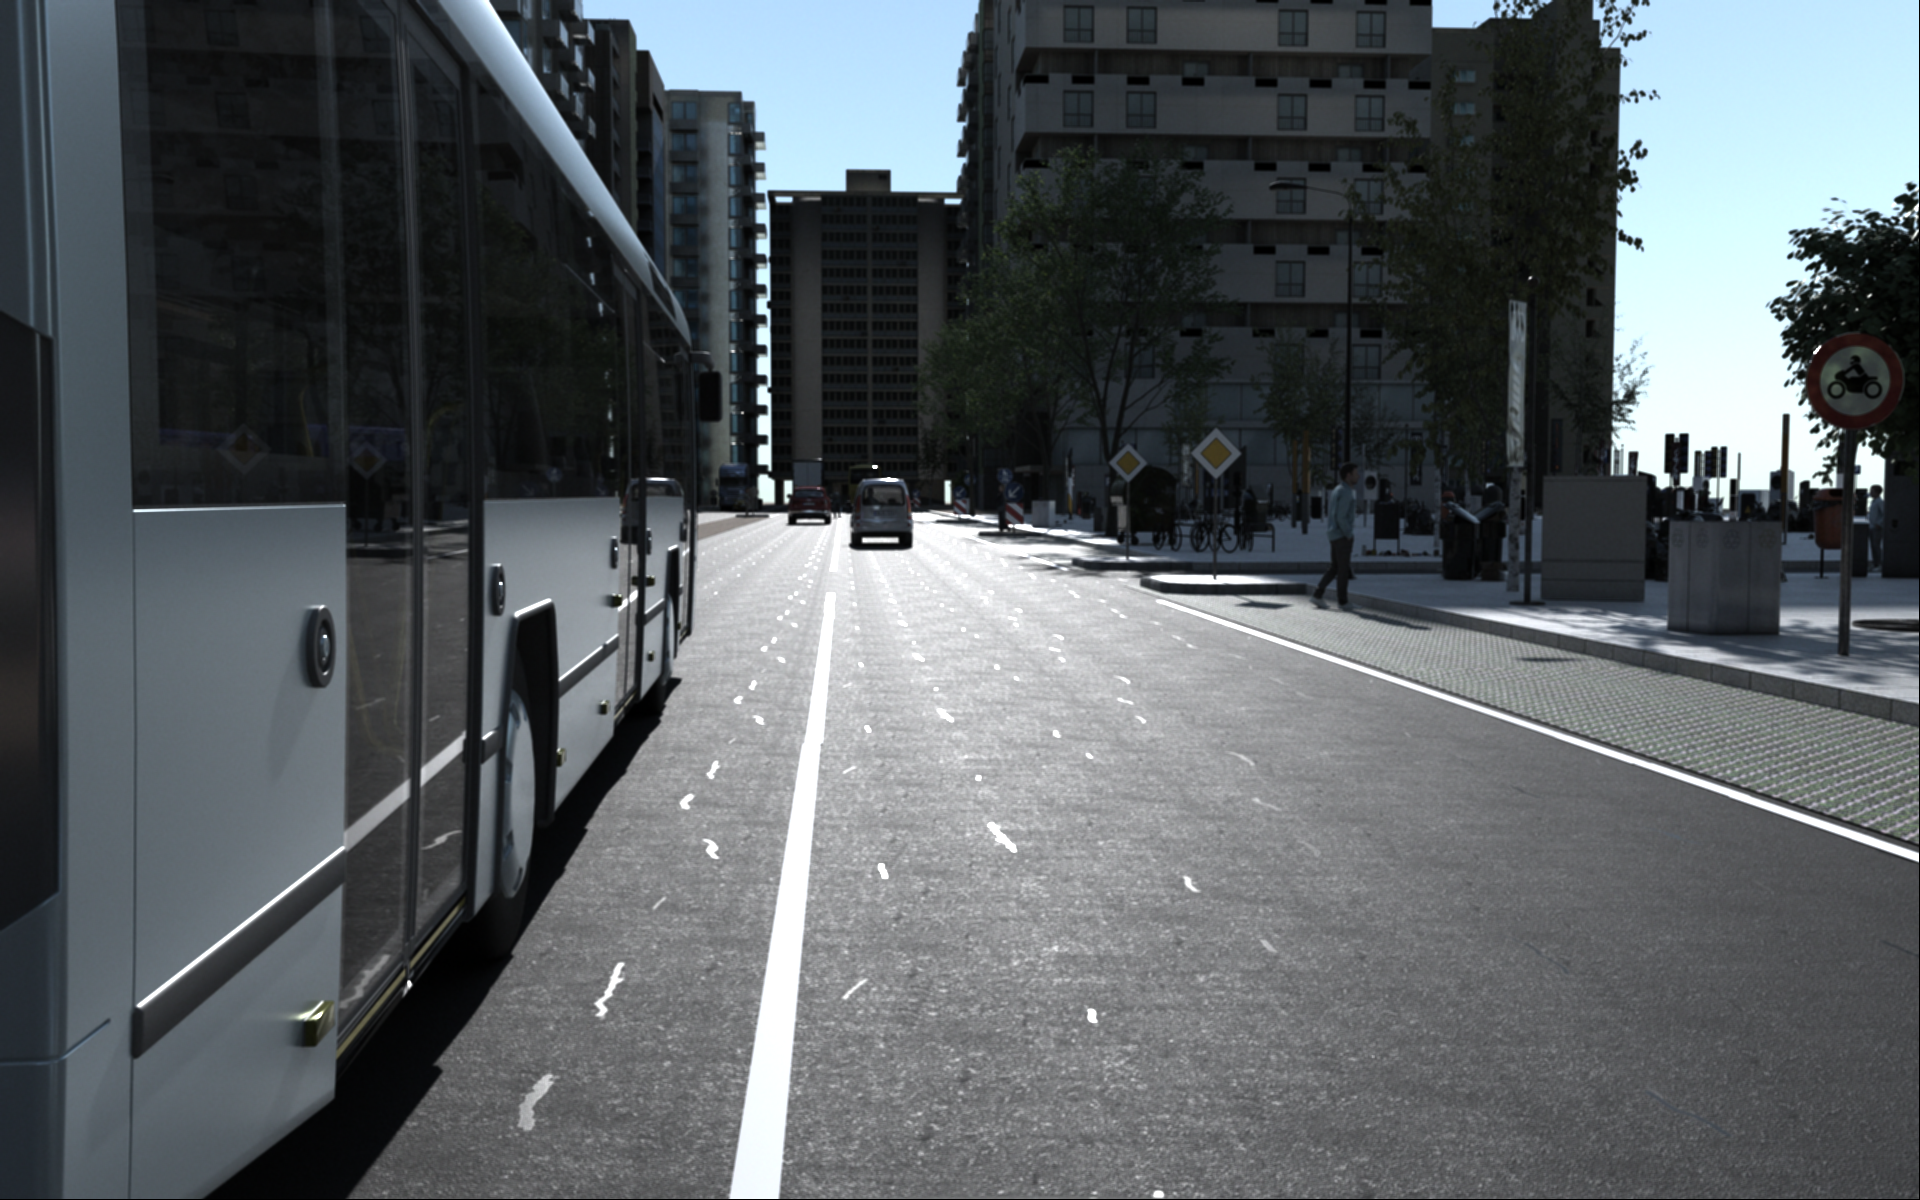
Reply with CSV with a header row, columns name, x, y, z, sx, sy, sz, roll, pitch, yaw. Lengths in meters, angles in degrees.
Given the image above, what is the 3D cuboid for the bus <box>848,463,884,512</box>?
name,x,y,z,sx,sy,sz,roll,pitch,yaw
bus,-7.508,-8.999,138.680,2.896,3.916,12.252,0,4,-2

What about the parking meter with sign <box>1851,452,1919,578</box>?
name,x,y,z,sx,sy,sz,roll,pitch,yaw
parking meter with sign,14.525,-1.851,26.527,1.738,3.016,0.543,2,4,27

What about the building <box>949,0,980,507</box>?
name,x,y,z,sx,sy,sz,roll,pitch,yaw
building,11.273,-33.452,166.552,23.786,49.044,30.456,0,4,-4

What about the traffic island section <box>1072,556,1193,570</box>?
name,x,y,z,sx,sy,sz,roll,pitch,yaw
traffic island section,3.303,-0.714,33.961,2.009,0.180,2.903,0,4,-4

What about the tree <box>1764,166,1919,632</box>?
name,x,y,z,sx,sy,sz,roll,pitch,yaw
tree,9.434,-2.007,16.527,4.285,4.588,4.351,0,3,0

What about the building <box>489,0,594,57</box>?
name,x,y,z,sx,sy,sz,roll,pitch,yaw
building,-37.964,-30.713,121.770,23.786,49.044,30.456,0,4,-4

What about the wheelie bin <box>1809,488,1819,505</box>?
name,x,y,z,sx,sy,sz,roll,pitch,yaw
wheelie bin,46.771,-5.314,94.789,0.980,1.594,0.693,-1,4,-18

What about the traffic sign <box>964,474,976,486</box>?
name,x,y,z,sx,sy,sz,roll,pitch,yaw
traffic sign,0.636,-6.614,108.247,0.768,2.556,0.104,0,4,4

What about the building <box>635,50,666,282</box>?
name,x,y,z,sx,sy,sz,roll,pitch,yaw
building,-37.080,-31.942,172.358,14.200,45.320,14.600,0,4,-4

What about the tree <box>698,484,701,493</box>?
name,x,y,z,sx,sy,sz,roll,pitch,yaw
tree,-27.776,-11.408,181.120,1.663,3.219,1.824,0,3,0

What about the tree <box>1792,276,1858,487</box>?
name,x,y,z,sx,sy,sz,roll,pitch,yaw
tree,28.355,-6.387,54.796,4.737,8.622,4.395,0,3,0

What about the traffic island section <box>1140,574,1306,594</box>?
name,x,y,z,sx,sy,sz,roll,pitch,yaw
traffic island section,3.841,-0.227,25.994,2.009,0.180,2.903,0,4,-4

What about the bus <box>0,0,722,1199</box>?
name,x,y,z,sx,sy,sz,roll,pitch,yaw
bus,-2.884,-0.825,8.341,2.948,3.499,13.247,0,4,-5

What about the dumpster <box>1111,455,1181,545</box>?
name,x,y,z,sx,sy,sz,roll,pitch,yaw
dumpster,4.711,-2.536,43.953,1.502,2.255,1.985,0,4,-4

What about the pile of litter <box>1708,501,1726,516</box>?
name,x,y,z,sx,sy,sz,roll,pitch,yaw
pile of litter,44.890,-5.449,103.058,1.176,0.858,1.719,0,4,6

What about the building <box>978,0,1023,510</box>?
name,x,y,z,sx,sy,sz,roll,pitch,yaw
building,8.411,-28.179,144.318,14.154,41.232,14.086,0,4,-4

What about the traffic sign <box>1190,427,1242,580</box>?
name,x,y,z,sx,sy,sz,roll,pitch,yaw
traffic sign,3.818,-1.362,25.916,0.795,2.450,0.064,0,4,-4

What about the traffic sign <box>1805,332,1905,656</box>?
name,x,y,z,sx,sy,sz,roll,pitch,yaw
traffic sign,7.029,-0.831,13.701,0.768,2.556,0.104,0,4,2

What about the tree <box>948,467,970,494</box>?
name,x,y,z,sx,sy,sz,roll,pitch,yaw
tree,0.191,-8.202,128.707,1.663,3.219,1.824,0,3,0

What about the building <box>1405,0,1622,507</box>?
name,x,y,z,sx,sy,sz,roll,pitch,yaw
building,54.072,-33.709,174.836,21.600,48.544,21.300,0,4,-4

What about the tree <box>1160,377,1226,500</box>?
name,x,y,z,sx,sy,sz,roll,pitch,yaw
tree,13.767,-9.350,103.239,4.737,8.622,4.395,0,3,0

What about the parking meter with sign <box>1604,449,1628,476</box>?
name,x,y,z,sx,sy,sz,roll,pitch,yaw
parking meter with sign,25.908,-4.364,67.605,1.738,3.016,0.543,-1,4,-10

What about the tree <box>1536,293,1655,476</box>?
name,x,y,z,sx,sy,sz,roll,pitch,yaw
tree,23.206,-6.943,63.884,4.360,8.622,3.978,0,3,0

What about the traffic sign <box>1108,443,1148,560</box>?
name,x,y,z,sx,sy,sz,roll,pitch,yaw
traffic sign,3.280,-1.850,33.883,0.795,2.450,0.064,0,4,-4

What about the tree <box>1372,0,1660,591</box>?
name,x,y,z,sx,sy,sz,roll,pitch,yaw
tree,7.290,-4.437,22.901,4.737,8.622,4.395,0,3,0

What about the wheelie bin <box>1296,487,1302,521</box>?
name,x,y,z,sx,sy,sz,roll,pitch,yaw
wheelie bin,16.197,-4.567,82.578,0.693,1.594,0.980,0,4,8

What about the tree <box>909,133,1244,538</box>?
name,x,y,z,sx,sy,sz,roll,pitch,yaw
tree,4.472,-7.672,51.190,9.928,11.665,9.643,0,3,0

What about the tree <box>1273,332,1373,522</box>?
name,x,y,z,sx,sy,sz,roll,pitch,yaw
tree,16.176,-7.815,78.143,4.360,8.622,3.978,0,3,0

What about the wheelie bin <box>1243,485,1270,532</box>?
name,x,y,z,sx,sy,sz,roll,pitch,yaw
wheelie bin,10.001,-3.107,58.711,0.980,1.594,0.693,-3,4,-36

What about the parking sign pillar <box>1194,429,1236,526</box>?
name,x,y,z,sx,sy,sz,roll,pitch,yaw
parking sign pillar,10.355,-5.059,71.179,1.447,3.967,1.447,0,4,-4

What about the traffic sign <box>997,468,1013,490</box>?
name,x,y,z,sx,sy,sz,roll,pitch,yaw
traffic sign,2.236,-5.249,85.932,0.768,2.556,0.104,0,4,1

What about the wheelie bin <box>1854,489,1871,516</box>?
name,x,y,z,sx,sy,sz,roll,pitch,yaw
wheelie bin,52.235,-5.654,100.344,0.980,1.594,0.693,1,4,21

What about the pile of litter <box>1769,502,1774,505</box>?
name,x,y,z,sx,sy,sz,roll,pitch,yaw
pile of litter,45.651,-5.057,96.643,1.176,0.858,1.719,1,4,13

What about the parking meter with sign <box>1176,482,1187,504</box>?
name,x,y,z,sx,sy,sz,roll,pitch,yaw
parking meter with sign,11.719,-6.088,95.792,1.738,3.016,0.543,1,4,16

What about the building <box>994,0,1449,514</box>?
name,x,y,z,sx,sy,sz,roll,pitch,yaw
building,16.855,-32.678,123.518,28.713,52.752,27.495,0,4,-4

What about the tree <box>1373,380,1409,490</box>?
name,x,y,z,sx,sy,sz,roll,pitch,yaw
tree,25.599,-9.639,107.957,4.360,8.622,3.978,0,3,0

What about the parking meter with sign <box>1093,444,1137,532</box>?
name,x,y,z,sx,sy,sz,roll,pitch,yaw
parking meter with sign,5.300,-3.869,59.511,0.543,3.016,1.738,3,5,45

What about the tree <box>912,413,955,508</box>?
name,x,y,z,sx,sy,sz,roll,pitch,yaw
tree,-2.609,-12.595,156.282,4.737,8.622,4.395,0,3,0

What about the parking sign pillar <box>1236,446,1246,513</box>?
name,x,y,z,sx,sy,sz,roll,pitch,yaw
parking sign pillar,15.237,-6.575,95.980,1.447,3.967,1.447,-2,4,-33

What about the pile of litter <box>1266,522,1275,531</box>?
name,x,y,z,sx,sy,sz,roll,pitch,yaw
pile of litter,10.592,-2.875,60.978,1.719,0.858,1.176,-3,5,-44

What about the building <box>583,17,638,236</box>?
name,x,y,z,sx,sy,sz,roll,pitch,yaw
building,-34.676,-28.191,144.510,14.154,41.232,14.086,0,4,-4

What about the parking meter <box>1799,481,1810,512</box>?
name,x,y,z,sx,sy,sz,roll,pitch,yaw
parking meter,36.530,-4.235,74.945,0.255,1.863,0.399,0,4,-7

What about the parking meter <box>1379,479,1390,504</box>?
name,x,y,z,sx,sy,sz,roll,pitch,yaw
parking meter,16.236,-3.701,66.215,0.399,1.863,0.255,-3,5,-41

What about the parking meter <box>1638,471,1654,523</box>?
name,x,y,z,sx,sy,sz,roll,pitch,yaw
parking meter,17.270,-2.319,43.627,0.399,1.863,0.255,1,4,23

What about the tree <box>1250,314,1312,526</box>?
name,x,y,z,sx,sy,sz,roll,pitch,yaw
tree,13.592,-7.324,70.110,4.737,8.622,4.395,0,3,0
